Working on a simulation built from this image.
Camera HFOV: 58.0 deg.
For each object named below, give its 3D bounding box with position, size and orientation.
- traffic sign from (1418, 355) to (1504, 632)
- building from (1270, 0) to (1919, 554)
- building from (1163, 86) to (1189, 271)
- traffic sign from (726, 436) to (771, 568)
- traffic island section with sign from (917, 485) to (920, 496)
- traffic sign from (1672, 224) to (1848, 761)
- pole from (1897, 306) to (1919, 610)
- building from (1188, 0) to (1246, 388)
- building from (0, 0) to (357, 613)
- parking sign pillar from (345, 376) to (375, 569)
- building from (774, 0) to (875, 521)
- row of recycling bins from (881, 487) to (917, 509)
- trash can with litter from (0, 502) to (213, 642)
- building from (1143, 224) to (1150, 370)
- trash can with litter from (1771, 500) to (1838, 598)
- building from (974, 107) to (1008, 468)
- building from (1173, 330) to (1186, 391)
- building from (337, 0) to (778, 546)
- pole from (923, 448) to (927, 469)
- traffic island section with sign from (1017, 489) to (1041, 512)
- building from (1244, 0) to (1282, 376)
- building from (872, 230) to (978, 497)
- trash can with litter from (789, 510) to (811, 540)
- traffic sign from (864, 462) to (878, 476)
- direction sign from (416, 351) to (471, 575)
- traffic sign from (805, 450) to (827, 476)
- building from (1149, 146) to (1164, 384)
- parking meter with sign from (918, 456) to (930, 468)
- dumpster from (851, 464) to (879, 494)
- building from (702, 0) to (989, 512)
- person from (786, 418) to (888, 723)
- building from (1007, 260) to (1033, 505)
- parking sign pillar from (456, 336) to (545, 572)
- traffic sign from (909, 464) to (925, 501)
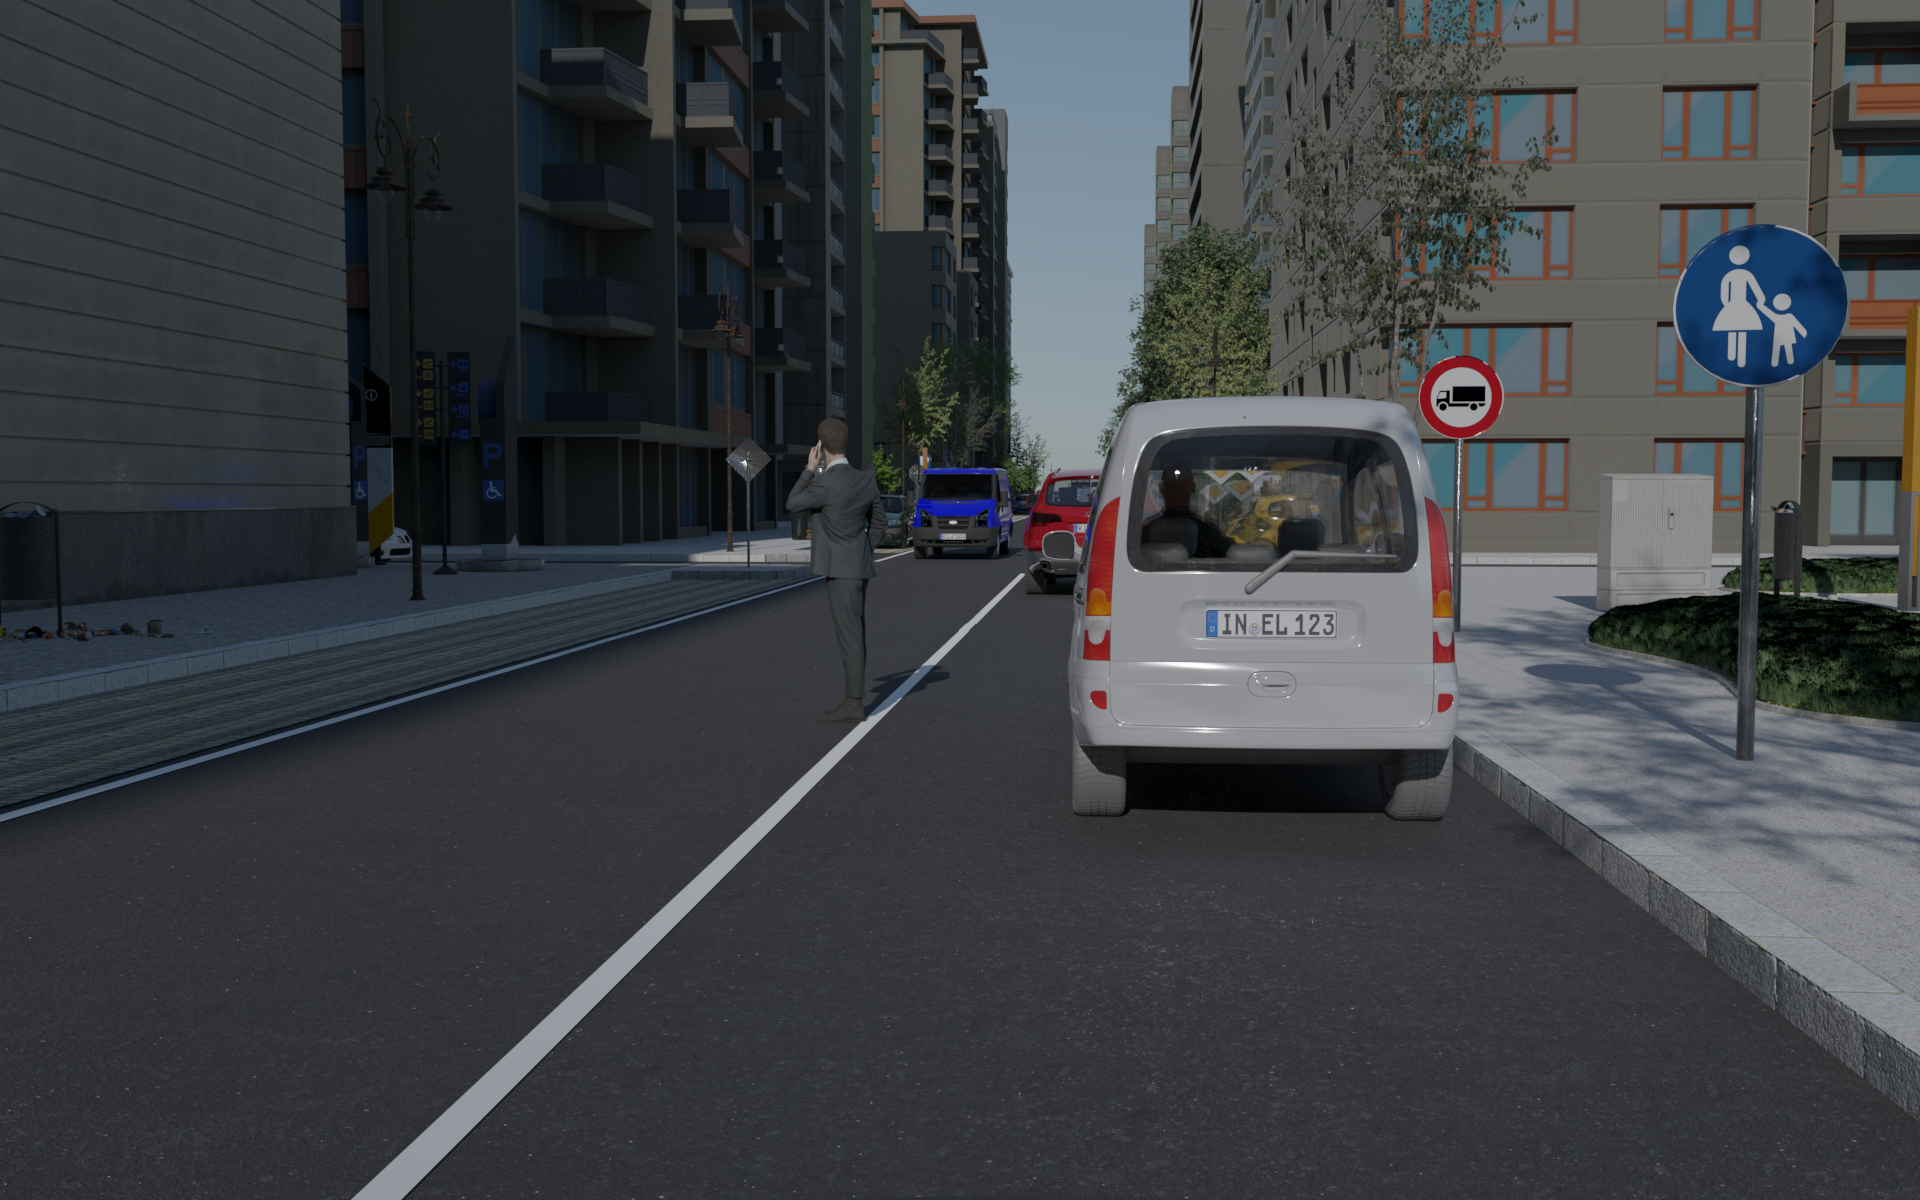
[{"bbox_3d":[4.609,-0.973,16.015,0.768,2.556,0.104,0,4,5],"label":"traffic sign"},{"bbox_3d":[24.839,-12.532,49.946,28.899,21.520,27.650,0,4,5],"label":"building"},{"bbox_3d":[28.330,-30.150,176.548,14.154,41.232,14.086,0,4,5],"label":"building"},{"bbox_3d":[-3.676,-1.617,30.087,0.795,2.450,0.064,0,4,5],"label":"traffic sign"},{"bbox_3d":[-1.161,-3.157,60.248,1.989,1.847,2.006,0,4,5],"label":"traffic island section with sign"},{"bbox_3d":[3.790,-0.500,8.286,0.768,2.556,0.104,1,4,14],"label":"traffic sign"},{"bbox_3d":[10.427,-1.535,18.941,0.158,3.312,0.155,0,3,0],"label":"pole"},{"bbox_3d":[28.169,-30.889,128.743,21.300,48.544,21.600,0,4,5],"label":"building"},{"bbox_3d":[-22.107,-13.748,22.043,25.104,27.353,12.463,0,4,5],"label":"building"},{"bbox_3d":[-10.973,-2.546,30.107,1.447,3.967,1.447,1,4,19],"label":"parking sign pillar"},{"bbox_3d":[-12.046,-24.537,84.769,14.154,41.232,14.086,0,4,5],"label":"building"},{"bbox_3d":[-4.210,-6.120,107.167,3.534,1.692,1.069,1,4,15],"label":"row of recycling bins"},{"bbox_3d":[-7.914,-0.268,15.437,2.233,1.210,1.678,-1,4,-12],"label":"trash can with litter"},{"bbox_3d":[34.845,-35.438,263.000,14.154,41.232,14.086,0,4,5],"label":"building"},{"bbox_3d":[9.263,-0.518,19.522,1.678,1.210,2.233,0,4,2],"label":"trash can with litter"},{"bbox_3d":[-2.459,-30.313,179.212,14.154,41.232,14.086,0,4,5],"label":"building"},{"bbox_3d":[32.702,-18.973,155.255,27.650,21.520,28.899,0,4,5],"label":"building"},{"bbox_3d":[-17.015,-24.492,55.072,22.147,44.769,28.867,0,4,5],"label":"building"},{"bbox_3d":[-1.537,-5.035,76.170,0.158,3.312,0.155,0,3,0],"label":"pole"},{"bbox_3d":[5.330,-7.861,137.156,1.989,1.847,2.006,0,4,5],"label":"traffic island section with sign"},{"bbox_3d":[28.460,-24.643,94.787,32.217,40.220,23.993,0,4,5],"label":"building"},{"bbox_3d":[-13.509,-17.386,129.294,27.650,21.520,28.899,0,4,5],"label":"building"},{"bbox_3d":[-4.244,-2.254,48.236,1.055,1.170,0.624,2,4,34],"label":"trash can with litter"},{"bbox_3d":[-3.316,-3.698,61.646,0.795,2.450,0.064,1,4,10],"label":"traffic sign"},{"bbox_3d":[-8.236,-2.177,27.597,0.876,3.537,0.379,-1,4,-11],"label":"direction sign"},{"bbox_3d":[-3.005,-2.104,38.044,0.795,2.450,0.064,0,4,5],"label":"traffic sign"},{"bbox_3d":[30.093,-31.930,205.647,14.154,41.232,14.086,0,4,5],"label":"building"},{"bbox_3d":[-1.524,-4.974,77.592,0.543,3.016,1.738,0,4,-6],"label":"parking meter with sign"},{"bbox_3d":[-3.524,-3.313,56.655,1.502,2.255,1.985,0,4,5],"label":"dumpster"},{"bbox_3d":[-8.921,-30.789,158.030,22.147,44.769,28.867,0,4,5],"label":"building"},{"bbox_3d":[-0.784,-0.187,10.922,0.474,1.900,0.648,2,4,24],"label":"person"},{"bbox_3d":[-4.915,-34.825,261.272,32.217,40.220,23.993,0,4,5],"label":"building"},{"bbox_3d":[-7.737,-2.482,29.056,1.447,3.967,1.447,0,4,-6],"label":"parking sign pillar"},{"bbox_3d":[-1.809,-4.503,73.728,0.768,2.556,0.104,1,4,9],"label":"traffic sign"}]
